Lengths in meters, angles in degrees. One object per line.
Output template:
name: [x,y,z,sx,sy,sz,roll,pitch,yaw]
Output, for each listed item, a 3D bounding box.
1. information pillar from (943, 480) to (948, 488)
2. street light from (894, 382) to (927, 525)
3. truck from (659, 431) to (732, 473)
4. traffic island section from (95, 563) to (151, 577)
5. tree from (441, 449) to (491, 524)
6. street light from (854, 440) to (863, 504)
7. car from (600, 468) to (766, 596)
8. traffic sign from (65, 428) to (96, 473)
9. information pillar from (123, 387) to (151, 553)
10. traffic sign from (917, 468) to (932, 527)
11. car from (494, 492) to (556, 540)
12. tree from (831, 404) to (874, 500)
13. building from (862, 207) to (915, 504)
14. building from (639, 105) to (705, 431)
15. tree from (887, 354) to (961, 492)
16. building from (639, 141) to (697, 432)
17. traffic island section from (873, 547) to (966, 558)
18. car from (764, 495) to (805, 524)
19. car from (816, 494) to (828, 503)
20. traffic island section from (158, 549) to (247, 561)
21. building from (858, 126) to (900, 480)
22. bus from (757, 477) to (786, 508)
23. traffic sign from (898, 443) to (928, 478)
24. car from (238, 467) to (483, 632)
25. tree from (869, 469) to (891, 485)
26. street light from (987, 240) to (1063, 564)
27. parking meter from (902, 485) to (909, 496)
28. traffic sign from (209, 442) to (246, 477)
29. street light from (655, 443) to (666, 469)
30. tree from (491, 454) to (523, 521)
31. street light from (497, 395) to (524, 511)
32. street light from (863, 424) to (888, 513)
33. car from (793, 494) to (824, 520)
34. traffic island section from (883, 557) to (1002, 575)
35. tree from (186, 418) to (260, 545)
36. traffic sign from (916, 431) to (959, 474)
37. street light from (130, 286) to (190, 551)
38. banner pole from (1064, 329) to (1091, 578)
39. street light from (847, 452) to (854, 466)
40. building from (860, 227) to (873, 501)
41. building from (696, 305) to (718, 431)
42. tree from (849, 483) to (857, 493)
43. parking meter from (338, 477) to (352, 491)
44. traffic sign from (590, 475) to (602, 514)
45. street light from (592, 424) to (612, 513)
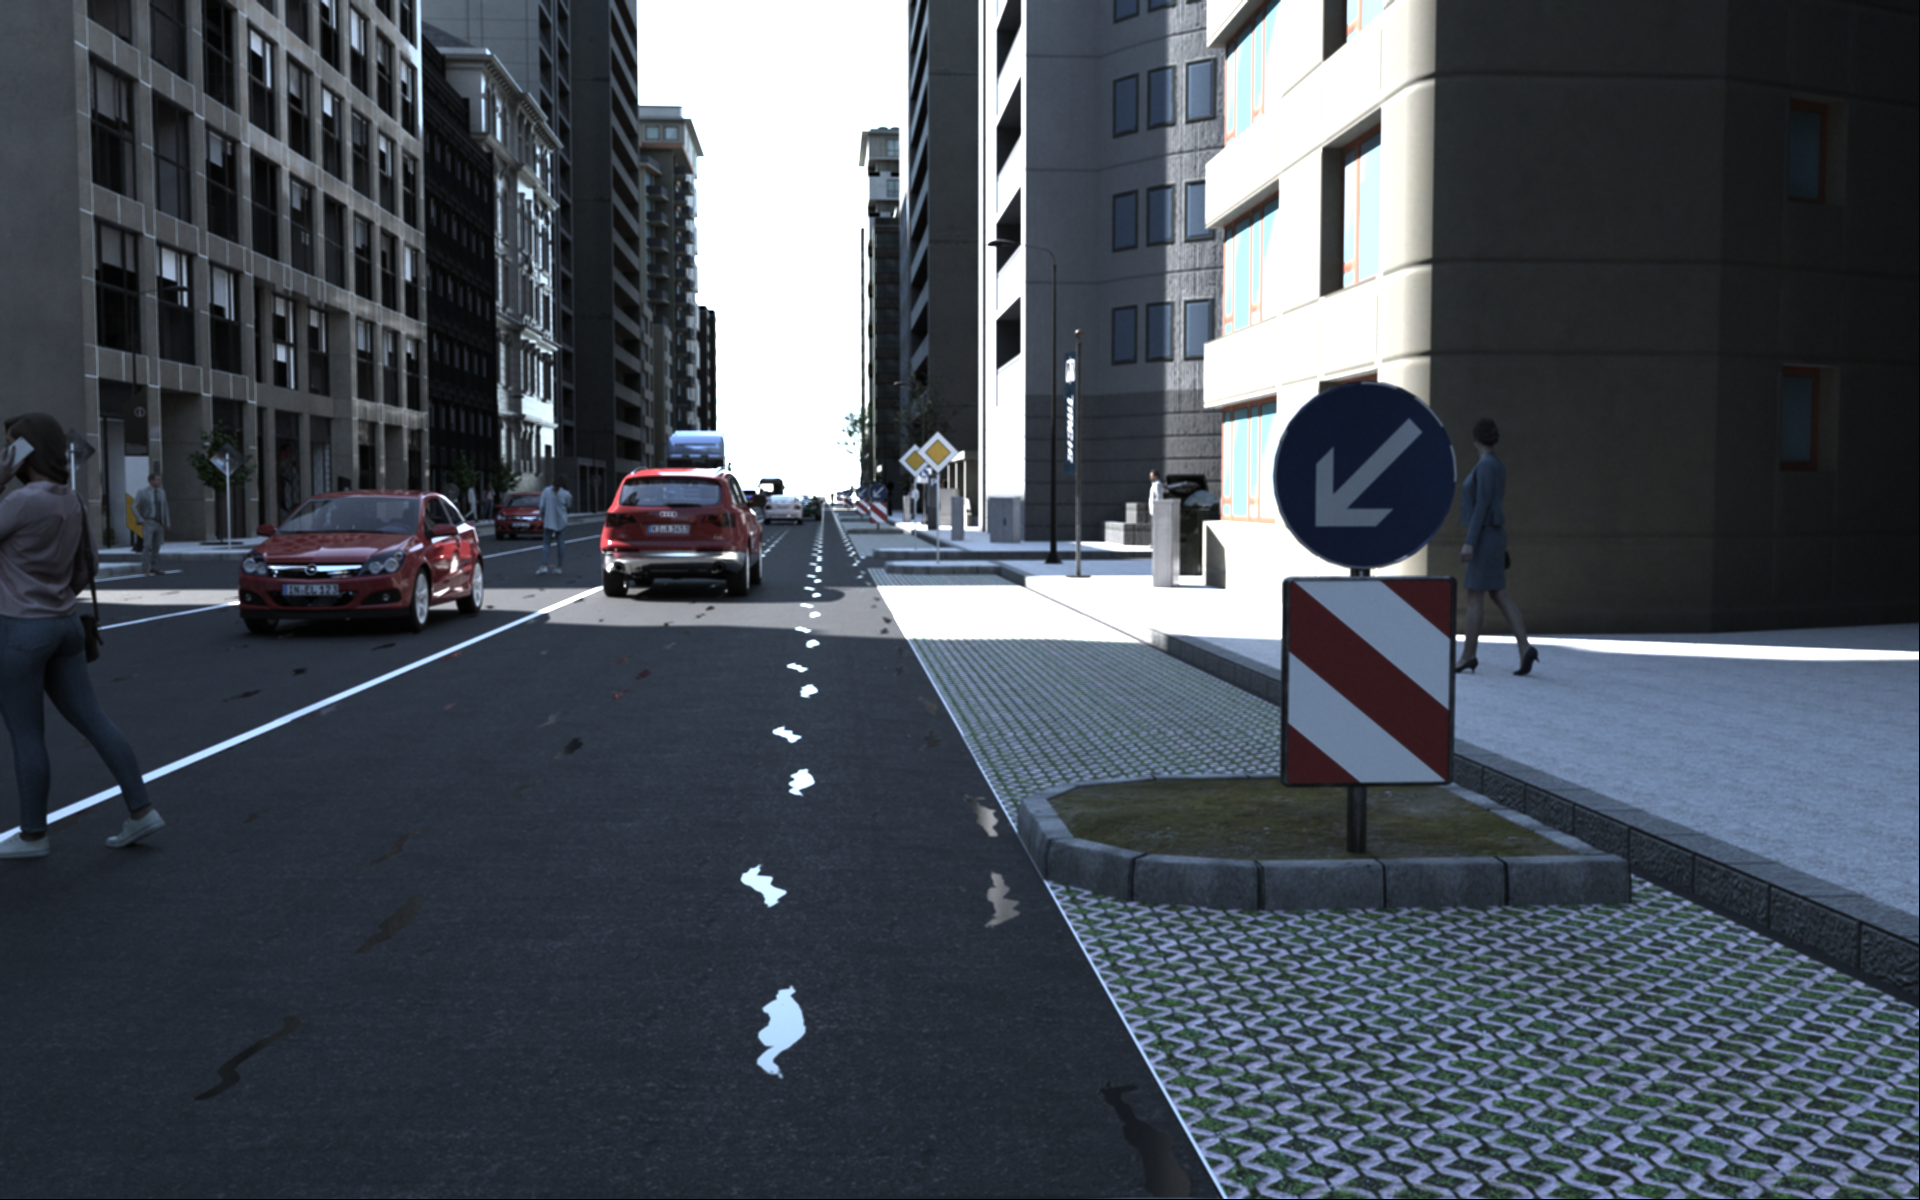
information pillar: [-0.707,-5.177,89.134,0.304,2.012,0.304,0,4,7]
street light: [-2.029,-6.089,72.104,1.470,5.913,1.316,0,4,-4]
truck: [-11.750,-5.510,79.849,2.967,4.110,18.799,0,4,-6]
traffic island section: [-15.759,-0.521,30.807,2.009,0.180,2.903,0,4,-4]
tree: [-21.442,-4.874,74.286,1.663,3.219,1.824,0,3,0]
street light: [-8.067,-10.726,147.905,1.470,5.913,1.316,0,4,-4]
car: [-4.073,-1.052,25.874,2.281,1.827,5.304,0,4,-3]
traffic sign: [-15.736,-1.746,30.742,0.795,2.593,0.064,0,4,-4]
information pillar: [-17.952,-2.842,37.824,0.504,3.616,0.183,-1,4,-21]
traffic sign: [-1.374,-3.950,66.708,0.606,2.300,0.079,0,4,4]
car: [-13.843,-2.860,55.805,2.155,1.783,4.494,0,4,-6]
tree: [-11.299,-16.677,198.429,9.928,11.665,9.643,0,3,0]
building: [3.742,-32.341,220.658,32.217,40.220,23.993,0,4,-4]
building: [-50.102,-39.684,238.078,28.713,52.752,27.495,0,4,-4]
tree: [-1.909,-8.629,91.447,4.360,8.622,3.978,0,3,0]
building: [-43.844,-34.004,210.595,22.147,44.769,28.867,0,4,-4]
traffic island section: [-0.986,-1.081,39.962,2.009,0.180,2.903,0,4,-4]
car: [-8.489,-4.338,83.295,2.083,1.381,4.827,0,4,-5]
car: [-21.590,-15.732,269.573,2.083,1.381,4.827,0,4,-2]
traffic island section: [-16.381,-1.008,38.768,2.009,0.180,2.903,0,4,-4]
building: [0.199,-40.155,245.773,28.713,52.752,27.495,0,4,-4]
bus: [-20.109,-11.600,184.526,2.948,3.499,13.247,0,4,-6]
traffic sign: [-1.009,-2.305,39.878,0.795,2.593,0.064,0,4,-4]
car: [-6.596,-0.632,19.370,2.155,1.783,4.494,0,4,-4]
tree: [-6.165,-8.366,131.383,1.663,3.219,1.824,0,3,0]
street light: [1.189,-3.626,31.818,1.470,5.913,1.316,0,4,-4]
parking meter: [-3.613,-6.678,114.897,0.255,1.863,0.399,2,4,32]
traffic sign: [-16.358,-2.233,38.703,0.795,2.593,0.064,0,4,-4]
street light: [-27.150,-11.319,157.607,1.470,5.913,1.316,0,4,-4]
tree: [-22.025,-5.465,83.960,1.663,3.219,1.824,0,3,0]
street light: [-21.135,-6.656,81.367,1.470,5.913,1.316,0,4,-4]
street light: [-5.488,-8.705,114.873,1.470,5.913,1.316,0,4,-4]
car: [-8.562,-5.115,95.432,2.131,1.459,4.920,0,4,-3]
traffic island section: [-0.364,-0.595,32.001,2.009,0.180,2.903,0,4,-4]
tree: [-18.664,-3.023,44.030,1.663,3.219,1.824,0,3,0]
traffic sign: [-0.387,-1.818,31.917,0.795,2.593,0.064,0,4,-4]
street light: [-17.875,-4.048,38.727,1.470,5.913,1.316,0,4,-4]
banner pole: [1.749,-2.242,26.669,0.401,3.779,0.863,-1,4,-16]
street light: [-11.480,-13.373,191.196,1.470,5.913,1.316,0,4,-4]
building: [-8.397,-35.695,267.214,14.154,41.232,14.086,0,4,-4]
building: [-43.955,-29.888,260.372,14.160,30.474,14.107,0,4,-4]
tree: [-16.728,-16.679,267.294,1.663,3.219,1.824,0,3,0]
parking meter: [-20.610,-3.201,58.049,0.255,1.863,0.399,2,4,35]
traffic sign: [-23.922,-6.950,113.731,0.768,2.556,0.104,0,4,1]
street light: [-23.770,-8.714,115.012,1.470,5.913,1.316,0,4,-4]
